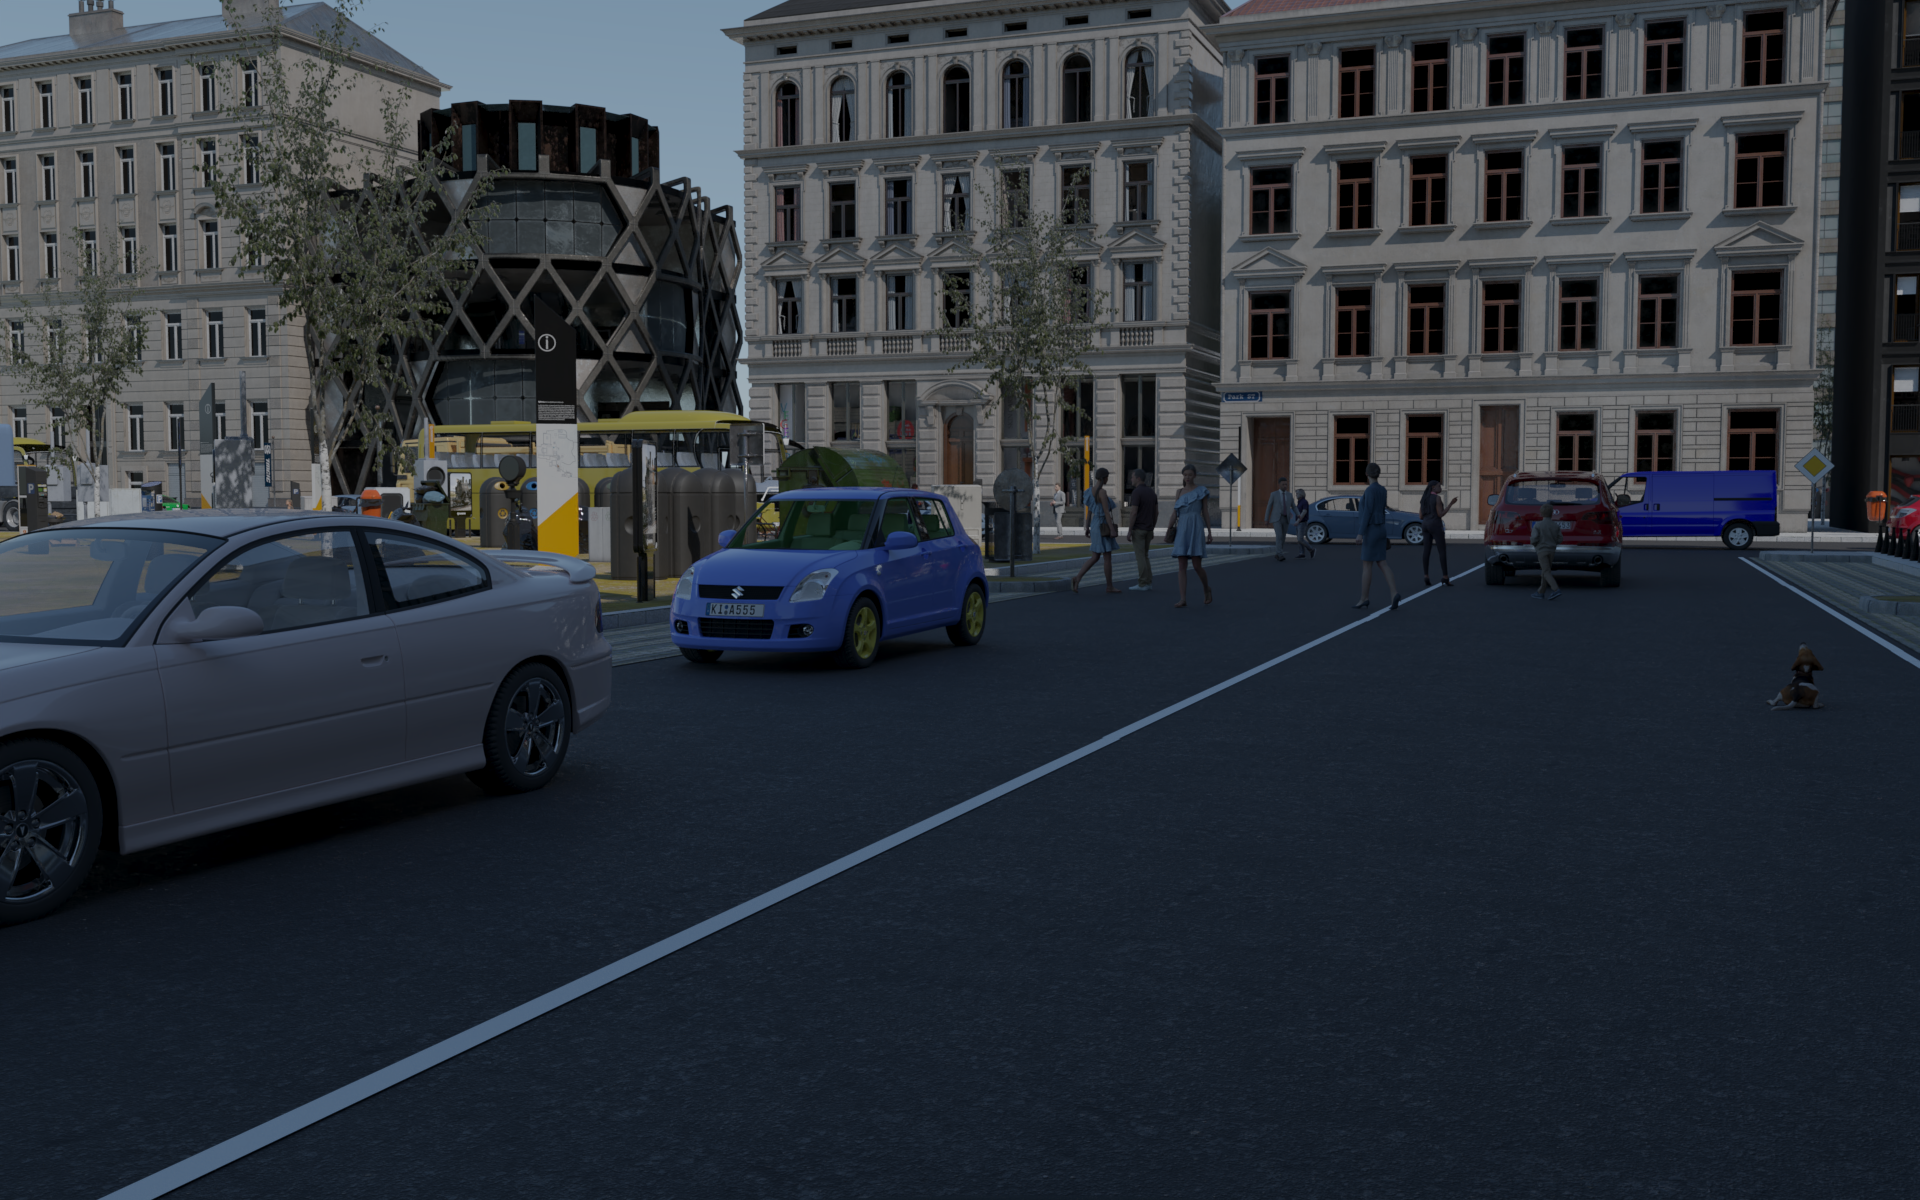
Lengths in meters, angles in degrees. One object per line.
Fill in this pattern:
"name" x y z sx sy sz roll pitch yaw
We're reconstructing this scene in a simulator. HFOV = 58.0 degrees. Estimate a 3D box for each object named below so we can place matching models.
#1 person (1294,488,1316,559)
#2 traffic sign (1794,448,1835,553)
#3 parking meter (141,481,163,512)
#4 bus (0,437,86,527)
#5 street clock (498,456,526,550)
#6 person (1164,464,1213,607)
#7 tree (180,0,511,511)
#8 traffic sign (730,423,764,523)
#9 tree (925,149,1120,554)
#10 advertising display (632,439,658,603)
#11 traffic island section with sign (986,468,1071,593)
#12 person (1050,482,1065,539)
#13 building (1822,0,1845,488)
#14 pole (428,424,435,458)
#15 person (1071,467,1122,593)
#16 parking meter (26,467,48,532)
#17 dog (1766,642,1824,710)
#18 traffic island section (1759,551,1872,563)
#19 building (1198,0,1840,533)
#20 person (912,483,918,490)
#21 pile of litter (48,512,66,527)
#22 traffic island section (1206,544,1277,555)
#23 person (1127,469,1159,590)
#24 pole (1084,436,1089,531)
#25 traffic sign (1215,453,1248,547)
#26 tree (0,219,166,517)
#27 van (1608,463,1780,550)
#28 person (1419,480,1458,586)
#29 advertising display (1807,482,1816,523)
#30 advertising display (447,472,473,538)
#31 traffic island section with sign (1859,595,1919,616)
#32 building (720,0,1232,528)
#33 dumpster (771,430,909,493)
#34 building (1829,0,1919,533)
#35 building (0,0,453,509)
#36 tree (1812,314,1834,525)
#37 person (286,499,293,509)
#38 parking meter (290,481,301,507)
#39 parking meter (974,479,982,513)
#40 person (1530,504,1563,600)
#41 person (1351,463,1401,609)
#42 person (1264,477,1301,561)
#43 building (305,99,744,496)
"person" 7.570 -1.675 38.088 0.471 1.553 0.569 2 4 29
"traffic sign" 18.452 -2.068 37.455 0.795 2.450 0.064 1 4 21
"parking meter" -15.580 -1.529 33.414 0.372 1.533 0.369 0 3 0
"bus" -44.169 -5.193 76.455 12.252 3.916 2.896 1 4 21
"street clock" -8.432 -1.719 32.677 0.471 2.002 0.358 1 4 21
"person" 2.919 -0.825 22.084 0.616 1.811 0.778 3 4 37
"tree" -8.990 -4.563 24.962 4.360 8.622 3.978 0 3 0
"traffic sign" -3.105 -1.408 25.154 0.606 2.300 0.079 2 4 30
"tree" 1.533 -5.286 36.790 4.360 8.622 3.978 0 3 0
"advertising display" -3.780 -0.954 20.820 0.123 1.923 0.974 0 4 1
"traffic island section with sign" 0.644 -1.064 26.023 1.989 1.847 2.006 1 4 21
"person" 3.052 -2.832 55.002 0.583 1.804 0.606 -2 4 -32
"building" 65.585 -26.799 121.763 14.154 41.232 14.086 1 4 21
"pole" -15.452 -3.476 50.671 0.158 3.312 0.155 0 3 0
"person" 1.999 -0.993 24.835 0.778 1.811 0.616 -1 4 -20
"parking meter" -19.620 -1.904 36.839 0.399 1.863 0.255 2 4 27
"dog" 5.649 0.514 11.793 0.748 0.427 0.550 -1 4 -20
"traffic island section" 18.477 -0.932 37.523 2.009 0.180 2.903 1 4 21
"building" 20.519 -13.952 64.279 21.152 22.565 11.583 1 4 21
"person" -1.289 -2.511 50.267 0.576 1.737 0.504 3 5 45
"pile of litter" -22.140 -1.741 42.433 1.719 0.858 1.176 -1 4 -16
"traffic island section" 6.557 -1.216 42.155 2.009 0.180 2.903 1 4 21
"person" 2.699 -1.054 25.856 0.598 1.807 0.434 -3 4 -36
"pole" 4.441 -4.095 60.804 0.158 3.312 0.155 0 3 0
"traffic sign" 6.582 -2.351 42.085 0.795 2.450 0.064 1 4 21
"tree" -23.227 -5.852 46.037 4.360 8.622 3.978 0 3 0
"van" 18.688 -2.520 45.587 5.245 2.365 2.240 1 4 22
"person" 7.470 -1.045 27.049 0.593 1.643 0.415 1 4 17
"advertising display" 37.719 -4.416 77.421 0.974 1.923 0.123 3 4 37
"advertising display" -14.618 -2.776 50.606 0.123 1.923 0.974 2 4 24
"traffic island section with sign" 12.002 -0.746 20.828 1.989 1.847 2.006 1 4 21
"building" 1.569 -14.882 72.197 19.941 23.489 11.050 1 4 21
"dumpster" -1.817 -1.458 26.338 1.502 2.255 1.985 1 4 21
"building" 39.307 -14.013 58.797 15.834 23.373 12.332 1 4 21
"building" -40.279 -17.857 89.232 25.104 27.353 12.463 1 4 21
"tree" 35.951 -7.403 71.395 4.360 8.622 3.978 0 3 0
"person" -22.676 -2.772 58.498 0.373 1.253 0.362 0 4 -7
"parking meter" -29.888 -4.418 77.940 0.399 1.863 0.255 -2 4 -31
"parking meter" 0.695 -3.712 66.397 0.255 1.863 0.399 1 4 17
"person" 7.964 -0.660 23.559 0.475 1.303 0.640 -2 4 -25
"person" 5.169 -0.794 21.512 0.581 1.822 0.654 -2 4 -32
"person" 6.881 -1.729 37.036 0.678 1.792 0.850 -1 4 -12
"building" -20.155 -13.210 83.429 16.811 18.784 16.820 1 4 21
